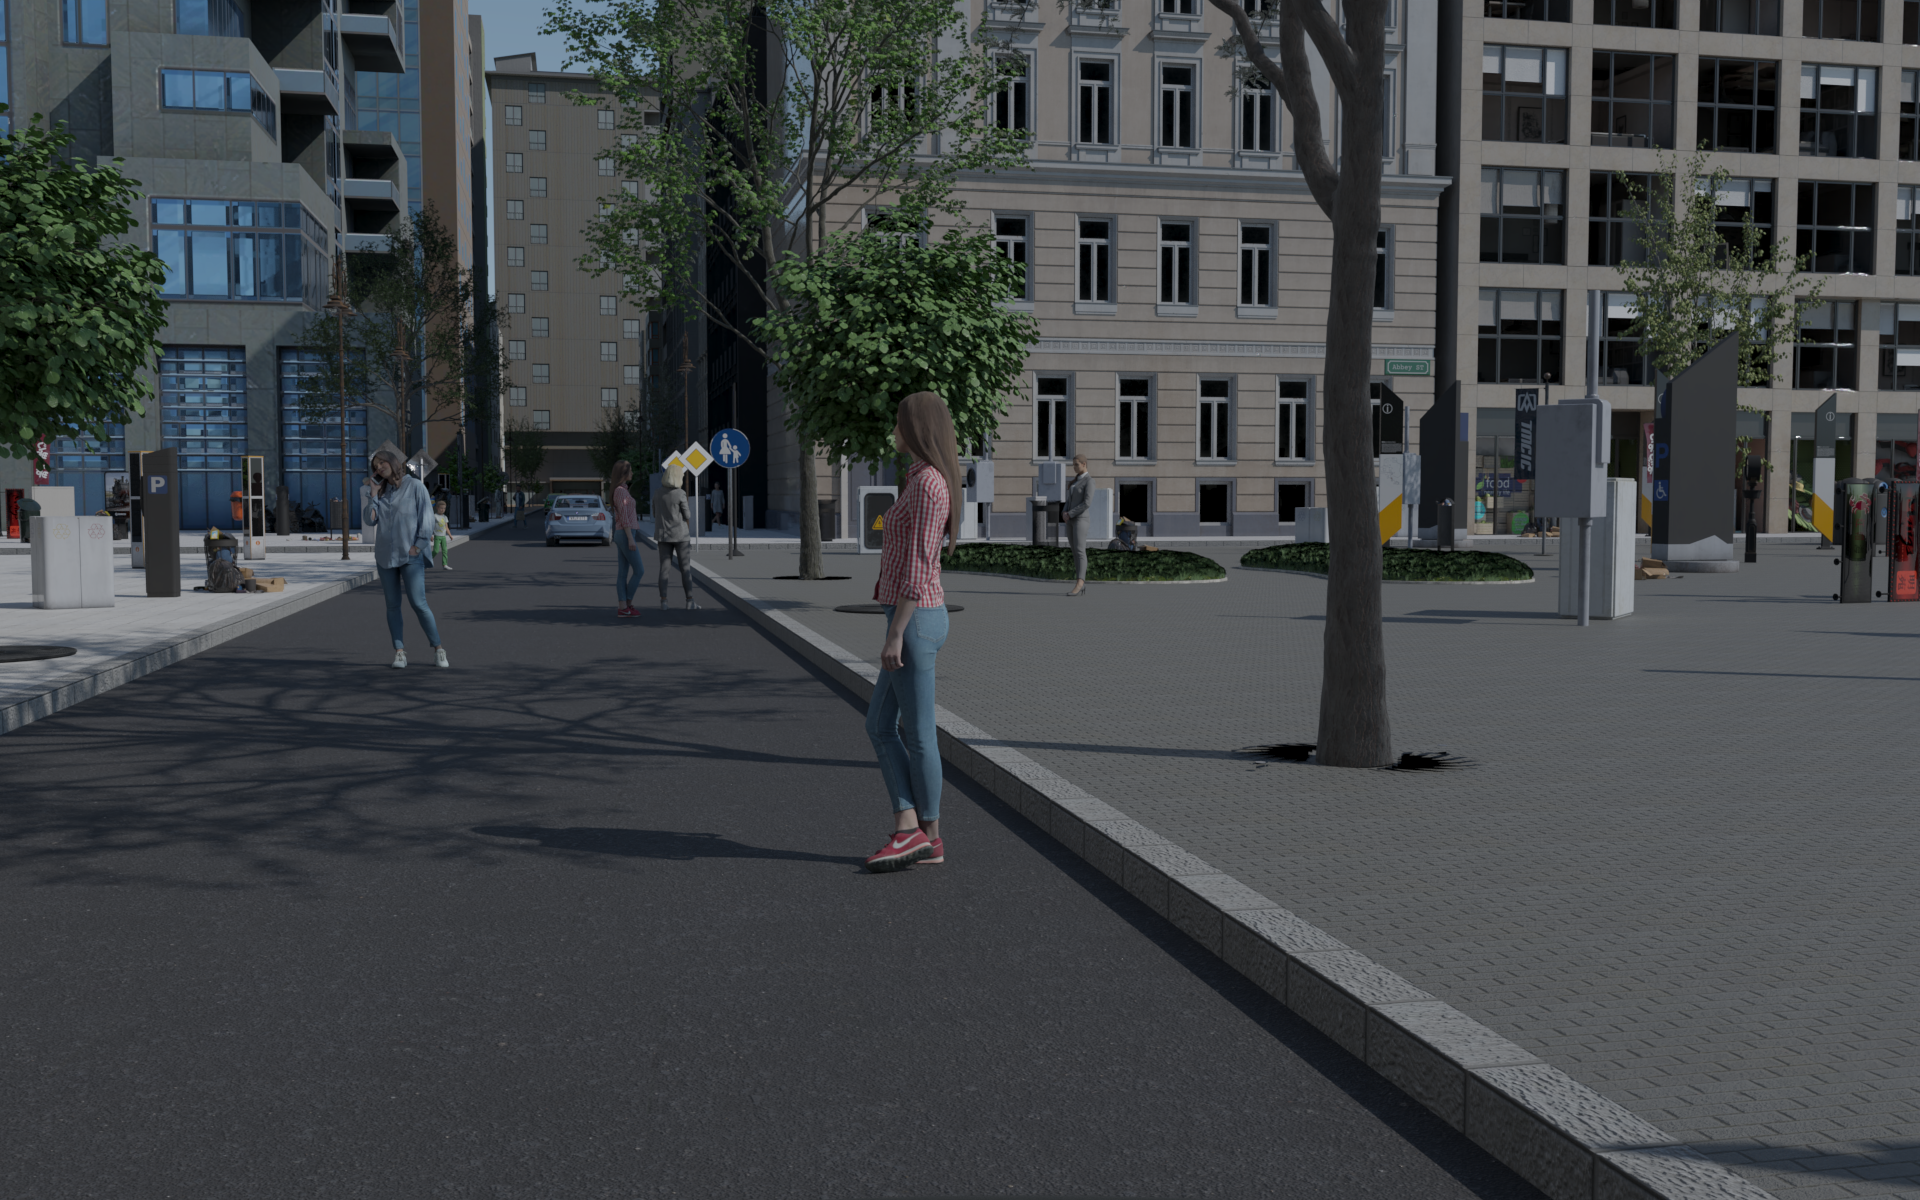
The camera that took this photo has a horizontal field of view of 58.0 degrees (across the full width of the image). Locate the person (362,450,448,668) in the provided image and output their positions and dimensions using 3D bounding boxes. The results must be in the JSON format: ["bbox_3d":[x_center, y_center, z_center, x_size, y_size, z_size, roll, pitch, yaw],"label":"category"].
[{"bbox_3d":[-4.584,-0.341,14.341,0.793,1.790,0.793,-1,4,-20],"label":"person"}]

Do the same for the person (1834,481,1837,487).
[{"bbox_3d":[23.727,-2.331,46.958,0.601,1.785,0.444,0,4,5],"label":"person"}]

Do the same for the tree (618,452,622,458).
[{"bbox_3d":[-19.275,-7.434,105.258,4.285,4.588,4.351,0,3,0],"label":"tree"}]

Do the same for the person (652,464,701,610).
[{"bbox_3d":[-3.565,-0.787,21.555,0.537,1.800,0.526,2,4,30],"label":"person"}]

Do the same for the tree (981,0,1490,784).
[{"bbox_3d":[1.790,-5.971,7.998,12.009,13.543,11.850,0,3,0],"label":"tree"}]

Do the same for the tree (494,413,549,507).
[{"bbox_3d":[-40.333,-12.729,158.483,4.737,8.622,4.395,0,3,0],"label":"tree"}]

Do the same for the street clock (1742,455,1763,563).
[{"bbox_3d":[14.799,-1.700,32.370,0.358,2.002,0.471,1,4,18],"label":"street clock"}]

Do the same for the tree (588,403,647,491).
[{"bbox_3d":[-27.061,-11.605,140.111,4.737,8.622,4.395,0,3,0],"label":"tree"}]

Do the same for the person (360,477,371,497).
[{"bbox_3d":[-19.553,-3.127,57.044,0.514,1.842,0.818,0,4,8],"label":"person"}]

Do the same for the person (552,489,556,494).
[{"bbox_3d":[-31.762,-7.740,135.185,0.705,1.807,1.348,-3,5,-44],"label":"person"}]

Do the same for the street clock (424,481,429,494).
[{"bbox_3d":[-30.573,-5.784,99.145,0.358,2.002,0.471,1,4,10],"label":"street clock"}]

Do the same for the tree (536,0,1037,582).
[{"bbox_3d":[-2.309,-6.118,25.786,9.928,11.665,9.643,0,3,0],"label":"tree"}]

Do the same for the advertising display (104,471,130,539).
[{"bbox_3d":[-23.818,-2.688,49.157,0.974,1.923,0.123,1,4,14],"label":"advertising display"}]

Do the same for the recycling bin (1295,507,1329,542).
[{"bbox_3d":[6.733,-1.206,32.266,0.722,1.027,0.722,-3,5,-41],"label":"recycling bin"}]

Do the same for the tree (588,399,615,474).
[{"bbox_3d":[-26.374,-11.211,133.661,4.360,8.622,3.978,0,3,0],"label":"tree"}]

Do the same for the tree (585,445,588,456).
[{"bbox_3d":[-33.829,-13.236,166.775,4.737,8.622,4.395,0,3,0],"label":"tree"}]

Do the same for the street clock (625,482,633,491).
[{"bbox_3d":[-19.600,-5.997,102.615,0.471,2.002,0.358,-3,5,-41],"label":"street clock"}]

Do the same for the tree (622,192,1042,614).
[{"bbox_3d":[-0.727,-2.157,18.973,4.285,4.588,4.351,0,3,0],"label":"tree"}]

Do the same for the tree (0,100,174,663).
[{"bbox_3d":[-7.782,-1.827,13.583,4.285,4.588,4.351,0,3,0],"label":"tree"}]

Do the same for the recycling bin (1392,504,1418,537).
[{"bbox_3d":[13.314,-2.399,51.781,0.722,1.027,0.722,0,4,0],"label":"recycling bin"}]

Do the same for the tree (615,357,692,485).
[{"bbox_3d":[-16.375,-8.739,93.245,4.360,8.622,3.978,0,3,0],"label":"tree"}]

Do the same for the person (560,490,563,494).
[{"bbox_3d":[-44.286,-11.259,192.222,0.705,1.869,1.348,-1,4,-9],"label":"person"}]

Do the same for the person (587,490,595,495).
[{"bbox_3d":[-27.749,-7.403,130.340,0.742,1.727,0.445,1,4,11],"label":"person"}]

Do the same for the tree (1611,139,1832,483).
[{"bbox_3d":[15.440,-5.247,36.149,4.737,8.622,4.395,0,3,0],"label":"tree"}]

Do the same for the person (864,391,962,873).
[{"bbox_3d":[-0.184,0.112,6.675,0.388,1.821,0.555,0,4,-5],"label":"person"}]

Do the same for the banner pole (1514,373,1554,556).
[{"bbox_3d":[11.926,-2.812,35.992,0.863,3.779,0.401,2,4,27],"label":"banner pole"}]

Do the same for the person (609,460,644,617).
[{"bbox_3d":[-3.869,-0.710,20.120,0.388,1.821,0.555,-2,4,-28],"label":"person"}]

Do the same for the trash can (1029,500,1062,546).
[{"bbox_3d":[1.941,-1.691,39.300,0.748,1.137,0.748,0,3,0],"label":"trash can"}]

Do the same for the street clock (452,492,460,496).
[{"bbox_3d":[-22.124,-4.372,76.057,0.471,2.002,0.358,-1,4,-19],"label":"street clock"}]

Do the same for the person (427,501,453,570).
[{"bbox_3d":[-9.878,-1.224,32.765,0.590,1.304,0.306,1,4,19],"label":"person"}]

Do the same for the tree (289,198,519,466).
[{"bbox_3d":[-17.330,-7.321,54.110,7.601,10.594,8.767,0,4,-8],"label":"tree"}]

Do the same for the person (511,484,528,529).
[{"bbox_3d":[-18.051,-3.826,71.034,0.713,1.824,0.794,-3,5,-44],"label":"person"}]

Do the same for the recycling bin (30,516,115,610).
[{"bbox_3d":[-10.063,-0.433,19.632,0.722,1.027,0.722,-3,4,-39],"label":"recycling bin"}]

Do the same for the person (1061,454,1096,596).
[{"bbox_3d":[1.443,-0.960,22.006,0.573,1.790,0.520,-3,5,-42],"label":"person"}]

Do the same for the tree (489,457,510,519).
[{"bbox_3d":[-24.356,-5.864,90.485,1.663,3.219,1.824,0,3,0],"label":"tree"}]

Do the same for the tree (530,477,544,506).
[{"bbox_3d":[-46.928,-12.111,192.610,1.663,3.219,1.824,0,3,0],"label":"tree"}]

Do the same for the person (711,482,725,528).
[{"bbox_3d":[-9.125,-3.552,64.872,0.760,1.731,0.466,2,4,32],"label":"person"}]

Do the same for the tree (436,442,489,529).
[{"bbox_3d":[-18.445,-4.241,63.947,1.663,3.219,1.824,0,3,0],"label":"tree"}]

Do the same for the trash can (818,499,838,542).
[{"bbox_3d":[-3.669,-2.149,46.788,0.748,1.137,0.748,0,3,0],"label":"trash can"}]

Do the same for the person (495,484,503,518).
[{"bbox_3d":[-24.929,-5.345,93.535,0.391,1.810,0.635,-1,4,-21],"label":"person"}]
